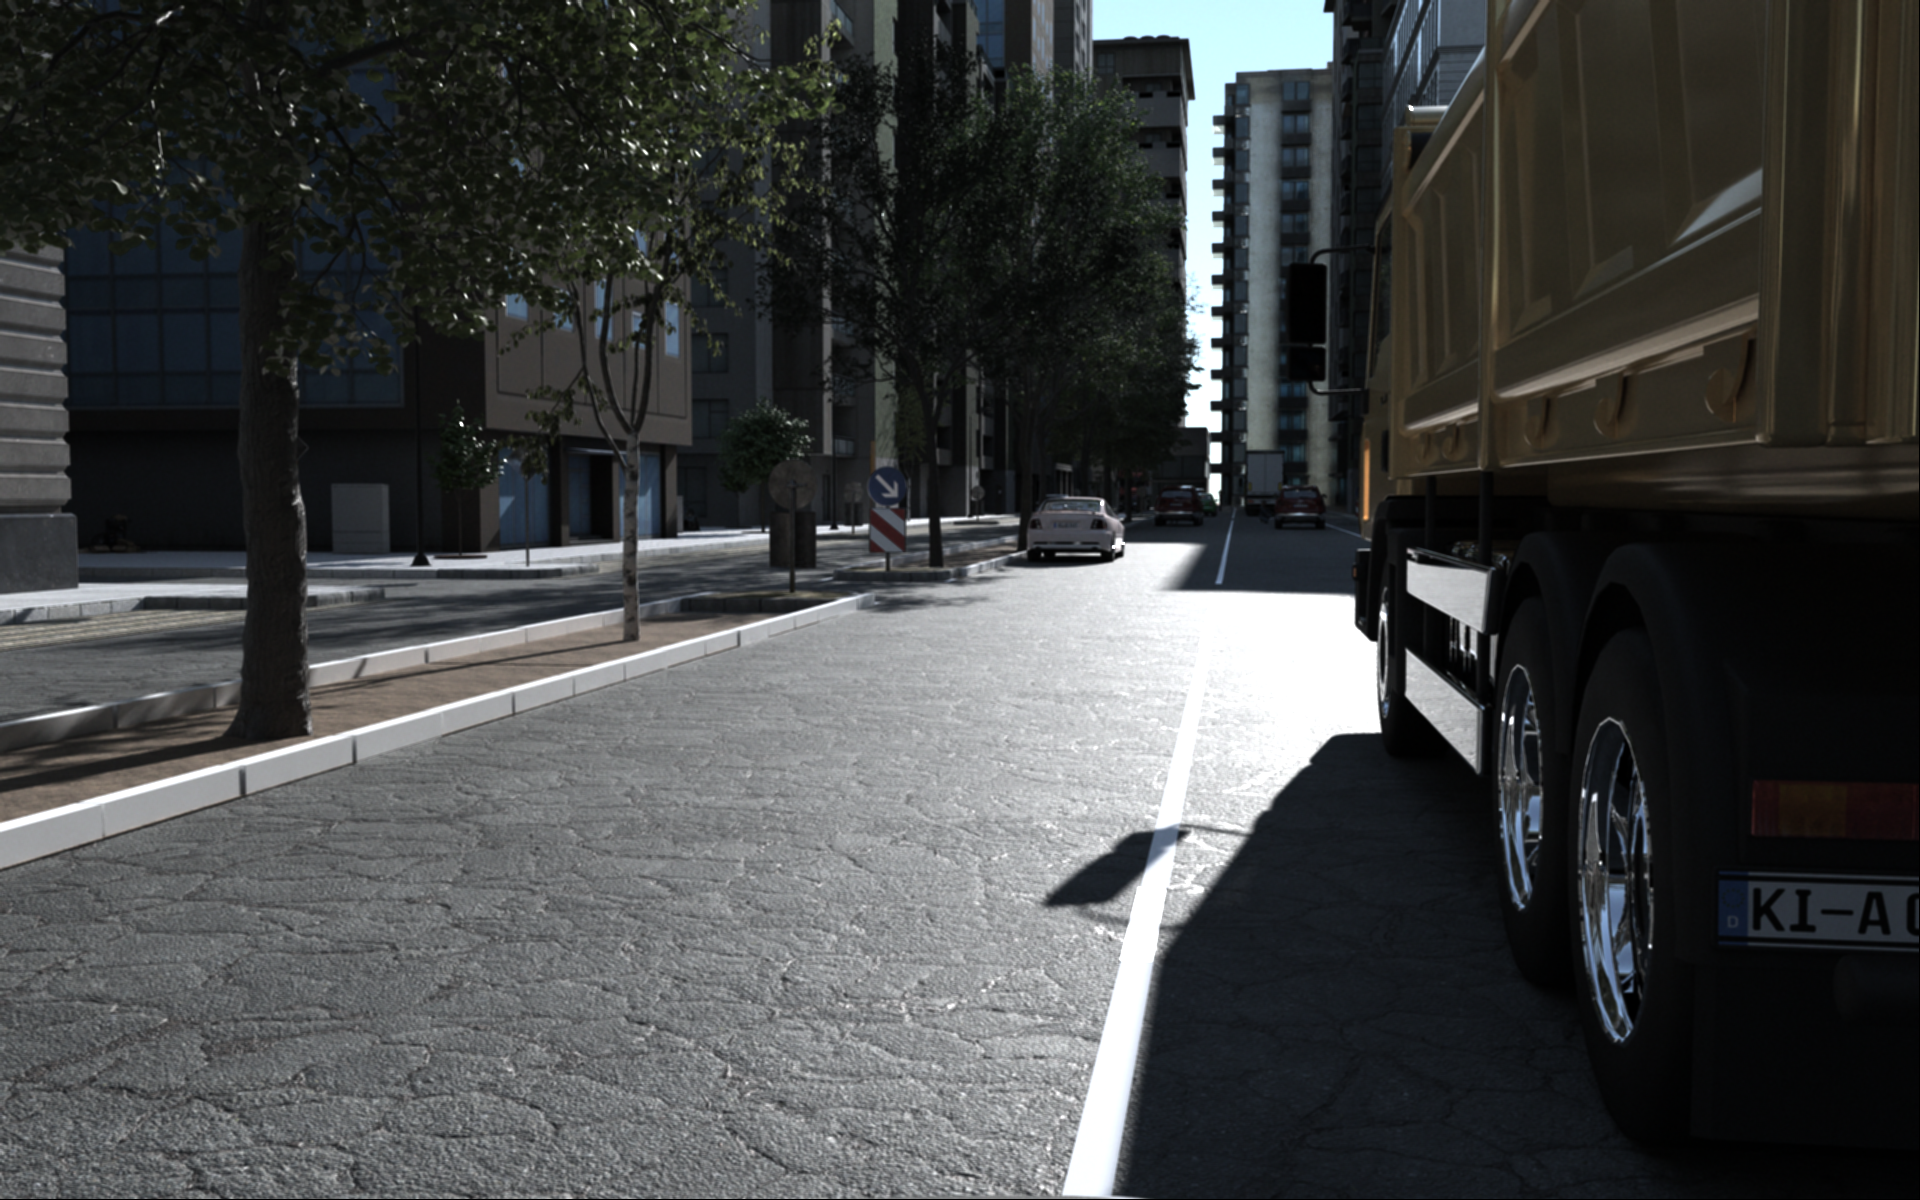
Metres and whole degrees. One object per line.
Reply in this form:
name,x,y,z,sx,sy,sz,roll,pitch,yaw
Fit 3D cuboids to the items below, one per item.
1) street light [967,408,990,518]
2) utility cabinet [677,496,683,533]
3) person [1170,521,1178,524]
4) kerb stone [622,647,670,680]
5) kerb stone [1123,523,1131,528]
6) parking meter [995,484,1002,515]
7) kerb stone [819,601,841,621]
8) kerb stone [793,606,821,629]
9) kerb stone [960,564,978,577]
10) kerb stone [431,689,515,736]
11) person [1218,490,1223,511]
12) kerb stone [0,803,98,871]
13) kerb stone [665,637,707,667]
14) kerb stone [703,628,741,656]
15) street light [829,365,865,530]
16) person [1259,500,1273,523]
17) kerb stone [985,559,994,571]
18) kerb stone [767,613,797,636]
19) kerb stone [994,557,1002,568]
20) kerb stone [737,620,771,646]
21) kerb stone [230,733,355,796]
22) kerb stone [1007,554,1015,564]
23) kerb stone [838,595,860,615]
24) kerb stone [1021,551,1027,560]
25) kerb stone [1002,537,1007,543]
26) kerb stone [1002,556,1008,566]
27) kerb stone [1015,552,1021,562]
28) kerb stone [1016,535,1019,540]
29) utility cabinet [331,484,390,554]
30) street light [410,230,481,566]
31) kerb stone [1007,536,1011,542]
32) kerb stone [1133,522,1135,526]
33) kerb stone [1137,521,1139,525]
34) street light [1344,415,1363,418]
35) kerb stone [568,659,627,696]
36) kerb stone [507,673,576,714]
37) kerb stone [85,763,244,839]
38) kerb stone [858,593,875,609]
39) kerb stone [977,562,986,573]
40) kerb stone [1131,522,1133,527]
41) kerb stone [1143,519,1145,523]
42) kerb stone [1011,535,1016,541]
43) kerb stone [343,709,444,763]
street light,1.097,-7.427,93.974,1.470,5.913,1.316,1,4,9
utility cabinet,-9.638,-2.802,56.981,1.020,1.237,0.306,-2,4,-30
person,10.446,-4.623,84.294,0.606,1.804,0.583,-2,4,-29
kerb stone,-2.545,0.517,13.777,0.120,0.150,1.000,1,4,9
kerb stone,7.130,-3.169,74.016,0.120,0.150,1.000,1,4,9
parking meter,2.344,-6.061,104.816,0.399,1.863,0.255,-3,4,-38
kerb stone,-1.563,0.141,19.882,0.120,0.150,1.000,1,4,9
kerb stone,-1.725,0.204,18.865,0.120,0.150,1.000,1,4,9
kerb stone,0.140,-0.505,30.480,0.120,0.150,1.000,1,4,9
kerb stone,-3.040,0.701,10.740,0.120,0.150,1.000,1,4,9
person,21.947,-8.324,145.315,0.721,1.743,1.217,1,4,15
kerb stone,-3.689,0.949,6.686,0.120,0.150,1.000,1,4,9
kerb stone,-2.389,0.453,14.794,0.120,0.150,1.000,1,4,9
kerb stone,-2.226,0.393,15.814,0.120,0.150,1.000,1,4,9
street light,-3.999,-5.481,62.151,1.470,5.913,1.316,1,4,9
person,14.974,-4.311,84.491,0.738,1.151,1.012,3,4,38
kerb stone,0.457,-0.631,32.508,0.120,0.150,1.000,1,4,9
kerb stone,-1.891,0.267,17.839,0.120,0.150,1.000,1,4,9
kerb stone,0.628,-0.691,33.516,0.120,0.150,1.000,1,4,9
kerb stone,-2.052,0.328,16.826,0.120,0.150,1.000,1,4,9
kerb stone,-3.361,0.826,8.703,0.120,0.150,1.000,1,4,9
kerb stone,0.950,-0.816,35.544,0.120,0.150,1.000,1,4,9
kerb stone,-1.407,0.080,20.894,0.120,0.150,1.000,1,4,9
kerb stone,1.275,-0.940,37.566,0.120,0.150,1.000,1,4,9
kerb stone,1.149,-1.698,50.015,0.120,0.150,1.000,1,4,9
kerb stone,0.784,-0.754,34.531,0.120,0.150,1.000,1,4,9
kerb stone,1.108,-0.877,36.557,0.120,0.150,1.000,1,4,9
kerb stone,1.635,-1.887,53.054,0.120,0.150,1.000,1,4,9
utility cabinet,-12.764,-1.726,36.904,1.173,1.500,0.318,1,4,11
street light,-9.094,-3.554,30.657,1.470,5.913,1.316,1,4,9
kerb stone,1.310,-1.763,51.024,0.120,0.150,1.000,1,4,9
kerb stone,7.463,-3.294,76.045,0.120,0.150,1.000,1,4,9
kerb stone,7.948,-3.479,79.079,0.120,0.150,1.000,1,4,9
street light,23.254,-7.900,101.712,1.470,5.913,1.316,1,4,9
kerb stone,-2.708,0.577,12.768,0.120,0.150,1.000,1,4,9
kerb stone,-2.872,0.639,11.754,0.120,0.150,1.000,1,4,9
kerb stone,-3.531,0.887,7.695,0.120,0.150,1.000,1,4,9
kerb stone,-1.239,0.018,21.906,0.120,0.150,1.000,1,4,9
kerb stone,0.293,-0.568,31.490,0.120,0.150,1.000,1,4,9
kerb stone,7.300,-3.231,75.029,0.120,0.150,1.000,1,4,9
kerb stone,8.758,-3.790,84.160,0.120,0.150,1.000,1,4,9
kerb stone,1.482,-1.824,52.032,0.120,0.150,1.000,1,4,9
kerb stone,-3.192,0.763,9.720,0.120,0.150,1.000,1,4,9
